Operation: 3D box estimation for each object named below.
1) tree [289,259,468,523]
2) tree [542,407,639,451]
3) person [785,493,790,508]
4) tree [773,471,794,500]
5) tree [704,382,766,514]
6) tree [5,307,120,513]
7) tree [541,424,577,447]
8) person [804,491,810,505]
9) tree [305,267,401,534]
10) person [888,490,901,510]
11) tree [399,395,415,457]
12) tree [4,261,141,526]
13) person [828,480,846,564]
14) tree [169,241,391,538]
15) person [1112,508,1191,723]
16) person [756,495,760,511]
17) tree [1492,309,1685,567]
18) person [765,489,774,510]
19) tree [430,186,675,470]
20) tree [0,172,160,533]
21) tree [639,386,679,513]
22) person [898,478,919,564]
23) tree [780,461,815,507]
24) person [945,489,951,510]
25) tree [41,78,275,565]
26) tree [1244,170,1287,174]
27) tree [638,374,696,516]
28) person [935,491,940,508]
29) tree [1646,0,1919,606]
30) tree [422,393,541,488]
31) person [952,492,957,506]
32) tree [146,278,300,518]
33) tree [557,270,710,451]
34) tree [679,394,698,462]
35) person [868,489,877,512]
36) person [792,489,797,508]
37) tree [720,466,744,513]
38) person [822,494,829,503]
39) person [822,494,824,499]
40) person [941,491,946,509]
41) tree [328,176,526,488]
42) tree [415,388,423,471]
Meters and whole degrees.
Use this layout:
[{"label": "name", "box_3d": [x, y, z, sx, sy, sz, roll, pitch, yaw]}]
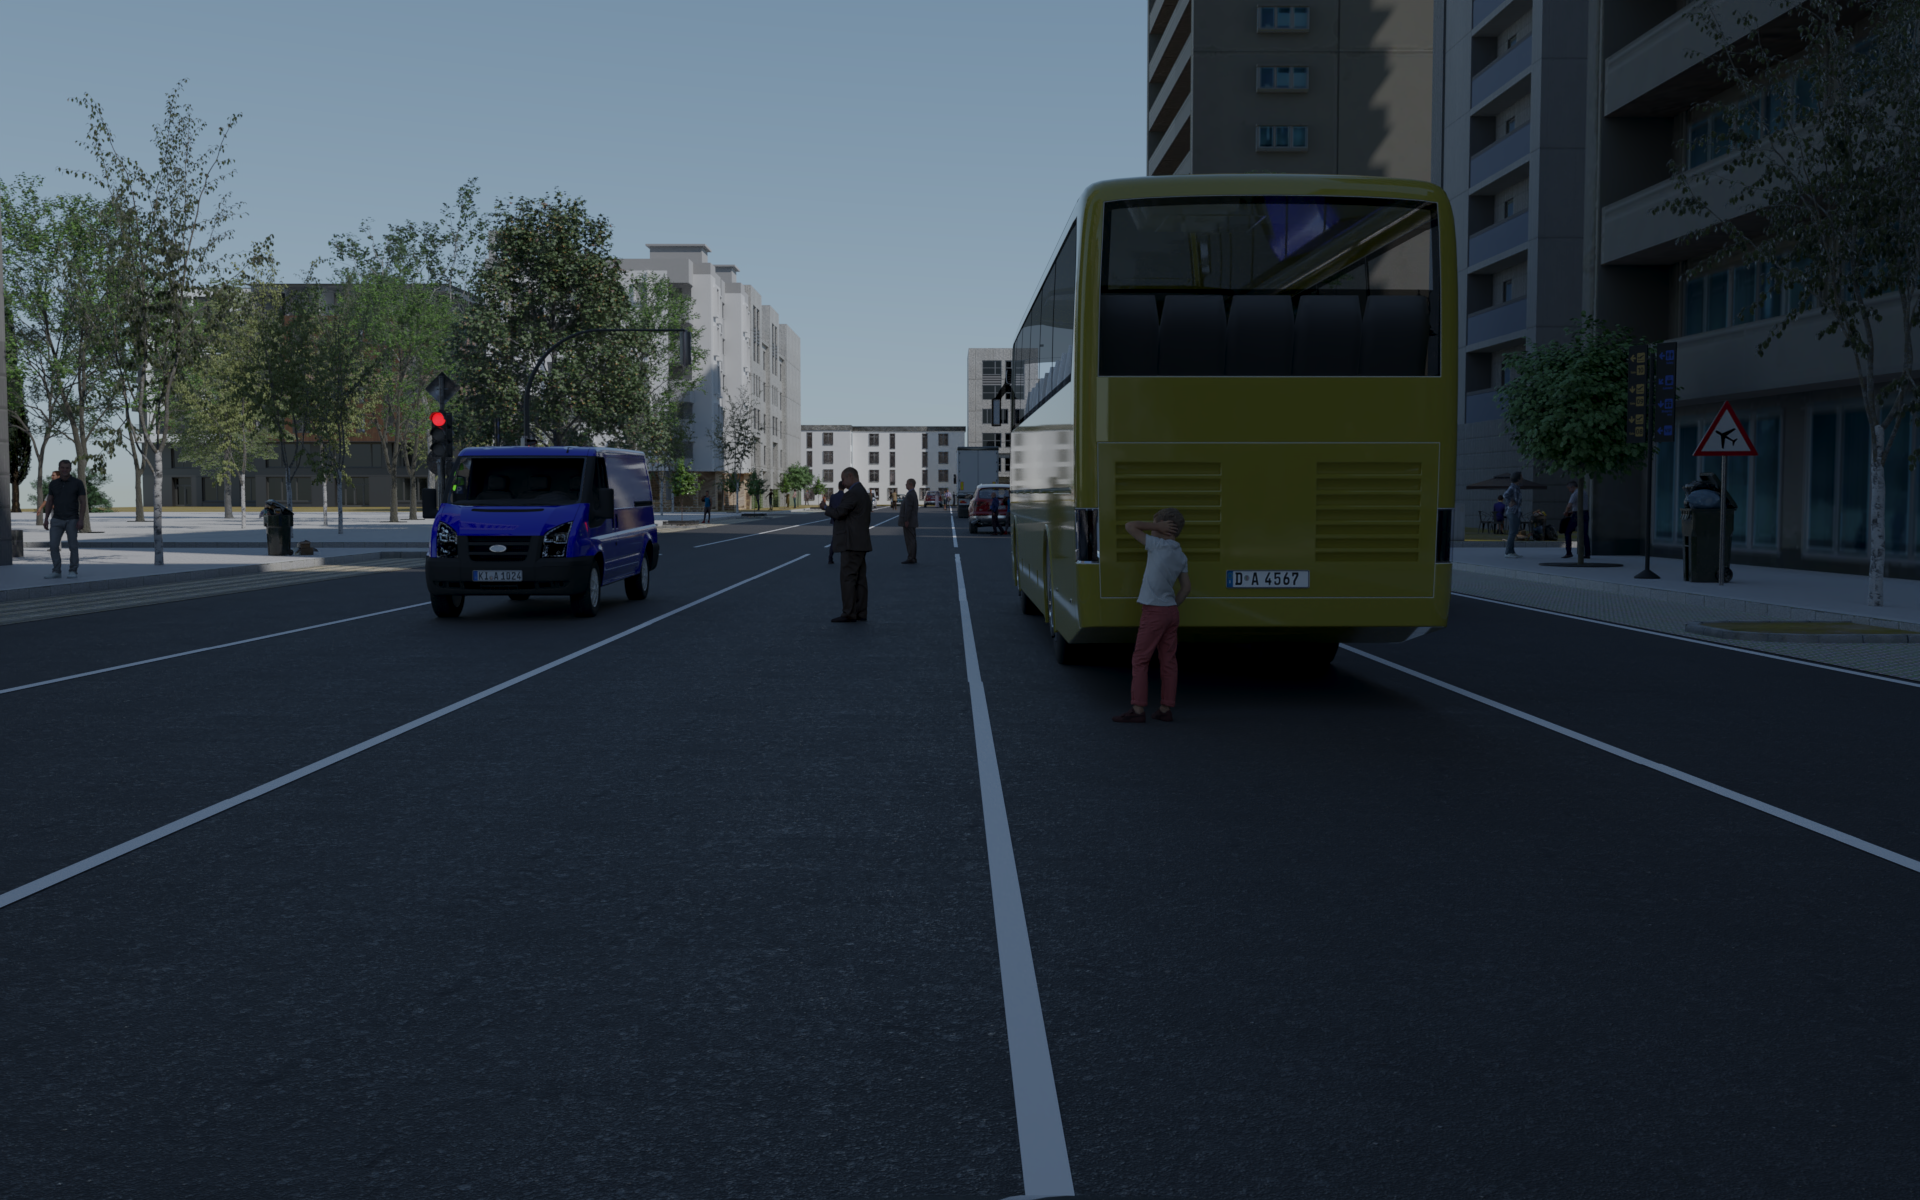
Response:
[{"label": "tree", "box_3d": [-25.682, -9.302, 77.850, 9.928, 11.665, 9.643, 0, 3, 0]}, {"label": "tree", "box_3d": [-19.551, -8.439, 88.344, 4.360, 8.622, 3.978, 0, 3, 0]}, {"label": "person", "box_3d": [-16.299, -9.564, 163.148, 0.721, 1.736, 1.217, -2, 4, -25]}, {"label": "tree", "box_3d": [-14.795, -9.307, 146.765, 1.663, 3.219, 1.824, 0, 3, 0]}, {"label": "tree", "box_3d": [-14.623, -9.962, 113.235, 4.360, 8.622, 3.978, 0, 3, 0]}, {"label": "tree", "box_3d": [-66.165, -12.981, 114.064, 13.155, 14.587, 18.604, 2, 4, 30]}, {"label": "tree", "box_3d": [-28.397, -10.226, 117.554, 4.737, 8.622, 4.395, 0, 3, 0]}, {"label": "person", "box_3d": [-17.496, -11.737, 198.496, 0.990, 1.755, 0.434, -3, 5, -43]}, {"label": "tree", "box_3d": [-20.166, -6.426, 55.420, 4.360, 8.622, 3.978, 0, 3, 0]}, {"label": "person", "box_3d": [-5.832, -8.931, 154.612, 1.348, 1.812, 0.705, 1, 4, 14]}, {"label": "tree", "box_3d": [-25.428, -7.305, 69.800, 4.737, 8.622, 4.395, 0, 3, 0]}, {"label": "tree", "box_3d": [-37.393, -8.286, 69.890, 8.767, 10.594, 7.601, -1, 4, -19]}, {"label": "person", "box_3d": [-2.435, -1.603, 35.633, 0.541, 1.710, 0.530, 2, 4, 32]}, {"label": "tree", "box_3d": [-19.611, -6.108, 50.234, 4.737, 8.622, 4.395, 0, 3, 0]}, {"label": "person", "box_3d": [1.211, 0.091, 10.930, 0.340, 1.345, 0.435, 3, 5, 41]}, {"label": "person", "box_3d": [-15.847, -7.821, 134.440, 0.750, 1.759, 0.617, 1, 4, 9]}, {"label": "tree", "box_3d": [11.188, -2.886, 30.893, 4.285, 4.588, 4.351, 0, 3, 0]}, {"label": "person", "box_3d": [-15.141, -8.019, 137.984, 0.721, 1.723, 1.217, 2, 4, 30]}, {"label": "tree", "box_3d": [-15.171, -9.042, 64.845, 9.611, 12.733, 9.660, 0, 3, 0]}, {"label": "tree", "box_3d": [-28.908, -8.007, 56.676, 9.928, 11.665, 9.643, 0, 3, 0]}, {"label": "tree", "box_3d": [-20.453, -9.711, 109.145, 4.360, 8.622, 3.978, 0, 3, 0]}, {"label": "person", "box_3d": [-1.070, -1.634, 35.762, 0.434, 1.755, 0.990, 0, 4, 7]}, {"label": "tree", "box_3d": [-15.569, -11.190, 166.675, 4.285, 4.588, 4.351, 0, 3, 0]}, {"label": "person", "box_3d": [-1.104, -8.737, 151.217, 0.709, 1.838, 0.599, 1, 4, 16]}, {"label": "tree", "box_3d": [-14.531, -4.951, 31.304, 4.360, 8.622, 3.978, 0, 3, 0]}, {"label": "tree", "box_3d": [10.288, -8.773, 61.566, 7.486, 12.596, 7.792, 0, 3, 0]}, {"label": "tree", "box_3d": [-17.727, -9.322, 102.776, 4.737, 8.622, 4.395, 0, 3, 0]}, {"label": "person", "box_3d": [-2.316, -10.289, 177.401, 0.551, 1.740, 0.621, 3, 5, 39]}, {"label": "tree", "box_3d": [10.268, -4.229, 19.510, 4.360, 8.622, 3.978, 0, 3, 0]}, {"label": "tree", "box_3d": [-25.665, -8.730, 93.095, 4.737, 8.622, 4.395, 0, 3, 0]}, {"label": "person", "box_3d": [-0.565, -11.911, 204.041, 0.742, 1.727, 0.445, 1, 4, 22]}, {"label": "tree", "box_3d": [-38.490, -10.552, 90.654, 7.486, 12.596, 7.792, 0, 3, 0]}, {"label": "tree", "box_3d": [-15.096, -9.406, 79.551, 9.928, 11.665, 9.643, 0, 3, 0]}, {"label": "tree", "box_3d": [-19.885, -10.312, 118.970, 4.360, 8.622, 3.978, 0, 3, 0]}, {"label": "person", "box_3d": [-7.157, -7.981, 139.019, 0.705, 1.821, 1.348, 3, 5, 44]}, {"label": "person", "box_3d": [-14.920, -9.103, 155.591, 0.721, 1.736, 1.217, 1, 4, 8]}, {"label": "tree", "box_3d": [-15.396, -7.537, 117.837, 1.663, 3.219, 1.824, 0, 3, 0]}, {"label": "person", "box_3d": [-12.141, -8.800, 155.631, 0.557, 1.426, 1.065, 2, 4, 26]}, {"label": "person", "box_3d": [-15.176, -11.276, 190.935, 0.750, 1.759, 0.617, 2, 4, 29]}, {"label": "person", "box_3d": [-1.493, -9.440, 163.632, 0.721, 1.735, 1.217, -2, 4, -25]}, {"label": "tree", "box_3d": [-31.446, -15.176, 104.009, 12.611, 20.169, 13.585, 0, 3, 0]}, {"label": "tree", "box_3d": [-35.649, -10.185, 116.888, 4.737, 8.622, 4.395, 0, 3, 0]}]
